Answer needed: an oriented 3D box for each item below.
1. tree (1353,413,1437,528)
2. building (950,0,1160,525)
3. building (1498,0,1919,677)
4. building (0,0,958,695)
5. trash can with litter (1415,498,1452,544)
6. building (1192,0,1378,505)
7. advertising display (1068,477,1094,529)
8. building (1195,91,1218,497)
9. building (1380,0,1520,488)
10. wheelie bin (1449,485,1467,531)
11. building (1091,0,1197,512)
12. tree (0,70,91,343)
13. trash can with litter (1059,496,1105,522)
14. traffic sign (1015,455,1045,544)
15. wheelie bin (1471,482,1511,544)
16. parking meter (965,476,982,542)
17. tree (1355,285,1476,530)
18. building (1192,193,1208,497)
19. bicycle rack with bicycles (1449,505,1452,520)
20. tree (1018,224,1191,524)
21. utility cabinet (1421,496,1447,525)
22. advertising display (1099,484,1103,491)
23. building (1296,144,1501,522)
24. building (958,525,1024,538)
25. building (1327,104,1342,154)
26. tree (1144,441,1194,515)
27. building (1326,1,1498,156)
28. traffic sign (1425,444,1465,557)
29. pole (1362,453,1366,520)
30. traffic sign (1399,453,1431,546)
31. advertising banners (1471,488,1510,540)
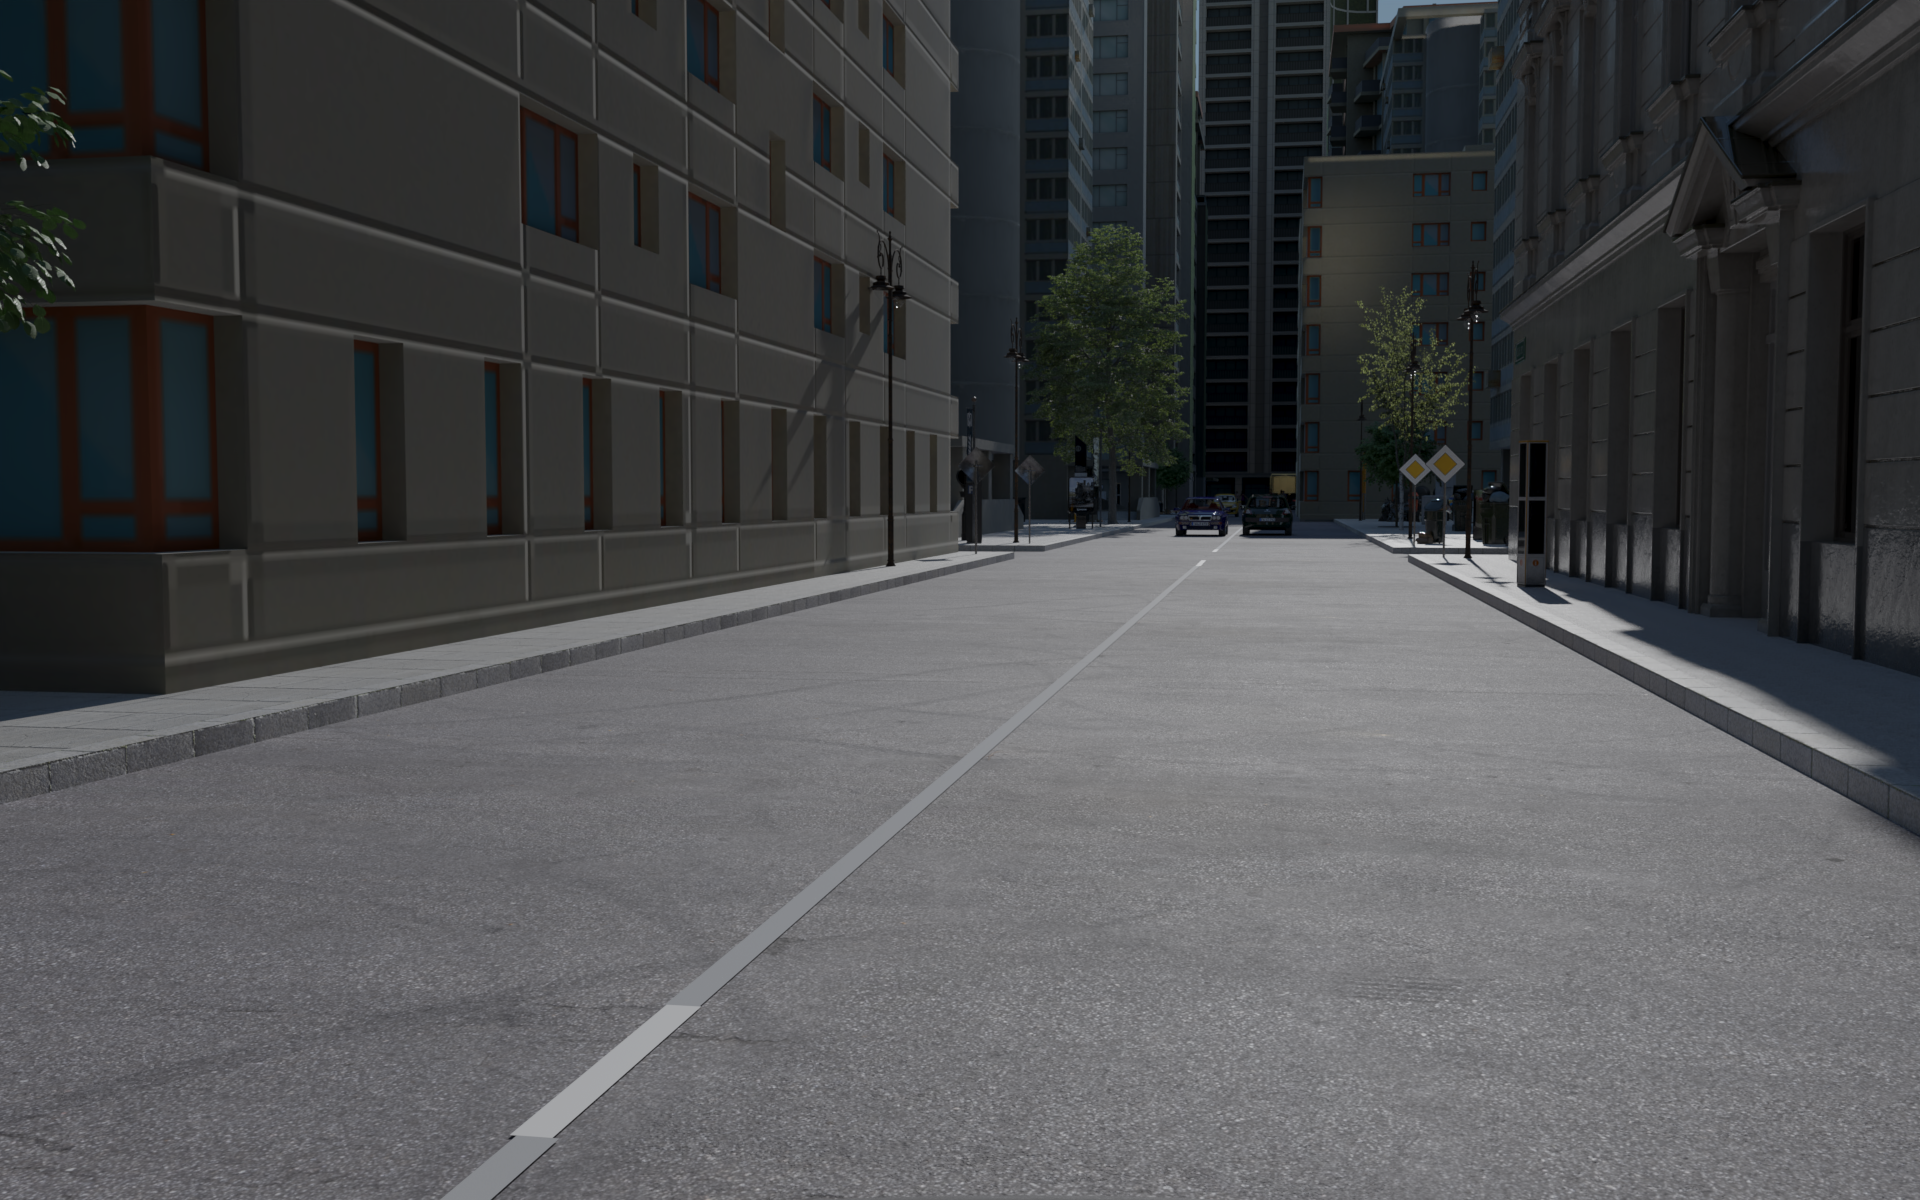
[{"bbox_3d":[16.900,-5.092,66.962,4.285,4.588,4.351,0,3,0],"label":"tree"},{"bbox_3d":[-5.730,-24.564,93.503,32.217,40.220,23.993,1,4,10],"label":"building"},{"bbox_3d":[14.658,-14.334,10.779,17.030,29.872,44.131,1,4,10],"label":"building"},{"bbox_3d":[-16.764,-11.105,26.612,28.899,21.520,27.650,1,4,10],"label":"building"},{"bbox_3d":[12.217,-2.040,44.749,0.624,1.170,1.055,3,4,39],"label":"trash can with litter"},{"bbox_3d":[39.273,-47.075,207.931,20.611,71.187,20.563,1,4,10],"label":"building"},{"bbox_3d":[4.462,-3.584,63.811,0.974,1.923,0.123,0,4,-7],"label":"advertising display"},{"bbox_3d":[12.831,-32.450,185.182,28.867,44.769,22.147,1,4,10],"label":"building"},{"bbox_3d":[45.253,-26.956,132.609,32.217,40.220,23.993,1,4,10],"label":"building"},{"bbox_3d":[17.354,-3.167,59.682,0.980,1.594,0.693,1,4,10],"label":"wheelie bin"},{"bbox_3d":[9.755,-27.092,126.550,14.154,41.232,14.086,1,4,10],"label":"building"},{"bbox_3d":[-6.203,-1.503,8.287,4.285,4.588,4.351,0,3,0],"label":"tree"},{"bbox_3d":[5.660,-4.163,79.117,2.233,1.210,1.678,1,4,14],"label":"trash can with litter"},{"bbox_3d":[1.804,-2.514,44.752,0.795,2.450,0.064,1,4,10],"label":"traffic sign"},{"bbox_3d":[13.712,-2.224,44.264,0.693,1.594,0.980,-1,4,-19],"label":"wheelie bin"},{"bbox_3d":[0.364,-2.438,45.573,0.399,1.863,0.255,3,4,36],"label":"parking meter"},{"bbox_3d":[15.653,-6.750,60.731,4.360,8.622,3.978,0,3,0],"label":"tree"},{"bbox_3d":[15.675,-23.858,161.781,14.160,30.474,14.107,1,4,10],"label":"building"},{"bbox_3d":[25.082,-4.385,85.079,2.852,0.926,2.925,-1,4,-22],"label":"bicycle rack with bicycles"},{"bbox_3d":[6.107,-9.513,73.663,7.486,12.596,7.792,0,3,0],"label":"tree"},{"bbox_3d":[19.783,-3.737,72.268,1.020,1.237,0.306,3,5,43],"label":"utility cabinet"},{"bbox_3d":[9.399,-6.758,115.701,0.123,1.923,0.974,1,4,18],"label":"advertising display"},{"bbox_3d":[33.833,-15.637,100.707,27.650,21.520,28.899,1,4,10],"label":"building"},{"bbox_3d":[-14.766,-22.424,58.519,32.217,40.220,23.993,1,4,10],"label":"building"},{"bbox_3d":[45.511,-30.505,182.352,14.154,41.232,14.086,1,4,10],"label":"building"},{"bbox_3d":[12.847,-7.586,107.739,4.285,4.588,4.351,0,3,0],"label":"tree"},{"bbox_3d":[45.114,-30.910,160.007,22.147,44.769,28.867,1,4,10],"label":"building"},{"bbox_3d":[9.824,-1.926,35.126,0.795,2.450,0.064,1,4,10],"label":"traffic sign"},{"bbox_3d":[19.965,-5.611,85.583,0.158,3.312,0.155,0,3,0],"label":"pole"},{"bbox_3d":[11.283,-2.406,42.978,0.795,2.450,0.064,1,4,10],"label":"traffic sign"},{"bbox_3d":[15.099,-3.156,47.794,2.074,3.025,0.090,3,4,38],"label":"advertising banners"}]
